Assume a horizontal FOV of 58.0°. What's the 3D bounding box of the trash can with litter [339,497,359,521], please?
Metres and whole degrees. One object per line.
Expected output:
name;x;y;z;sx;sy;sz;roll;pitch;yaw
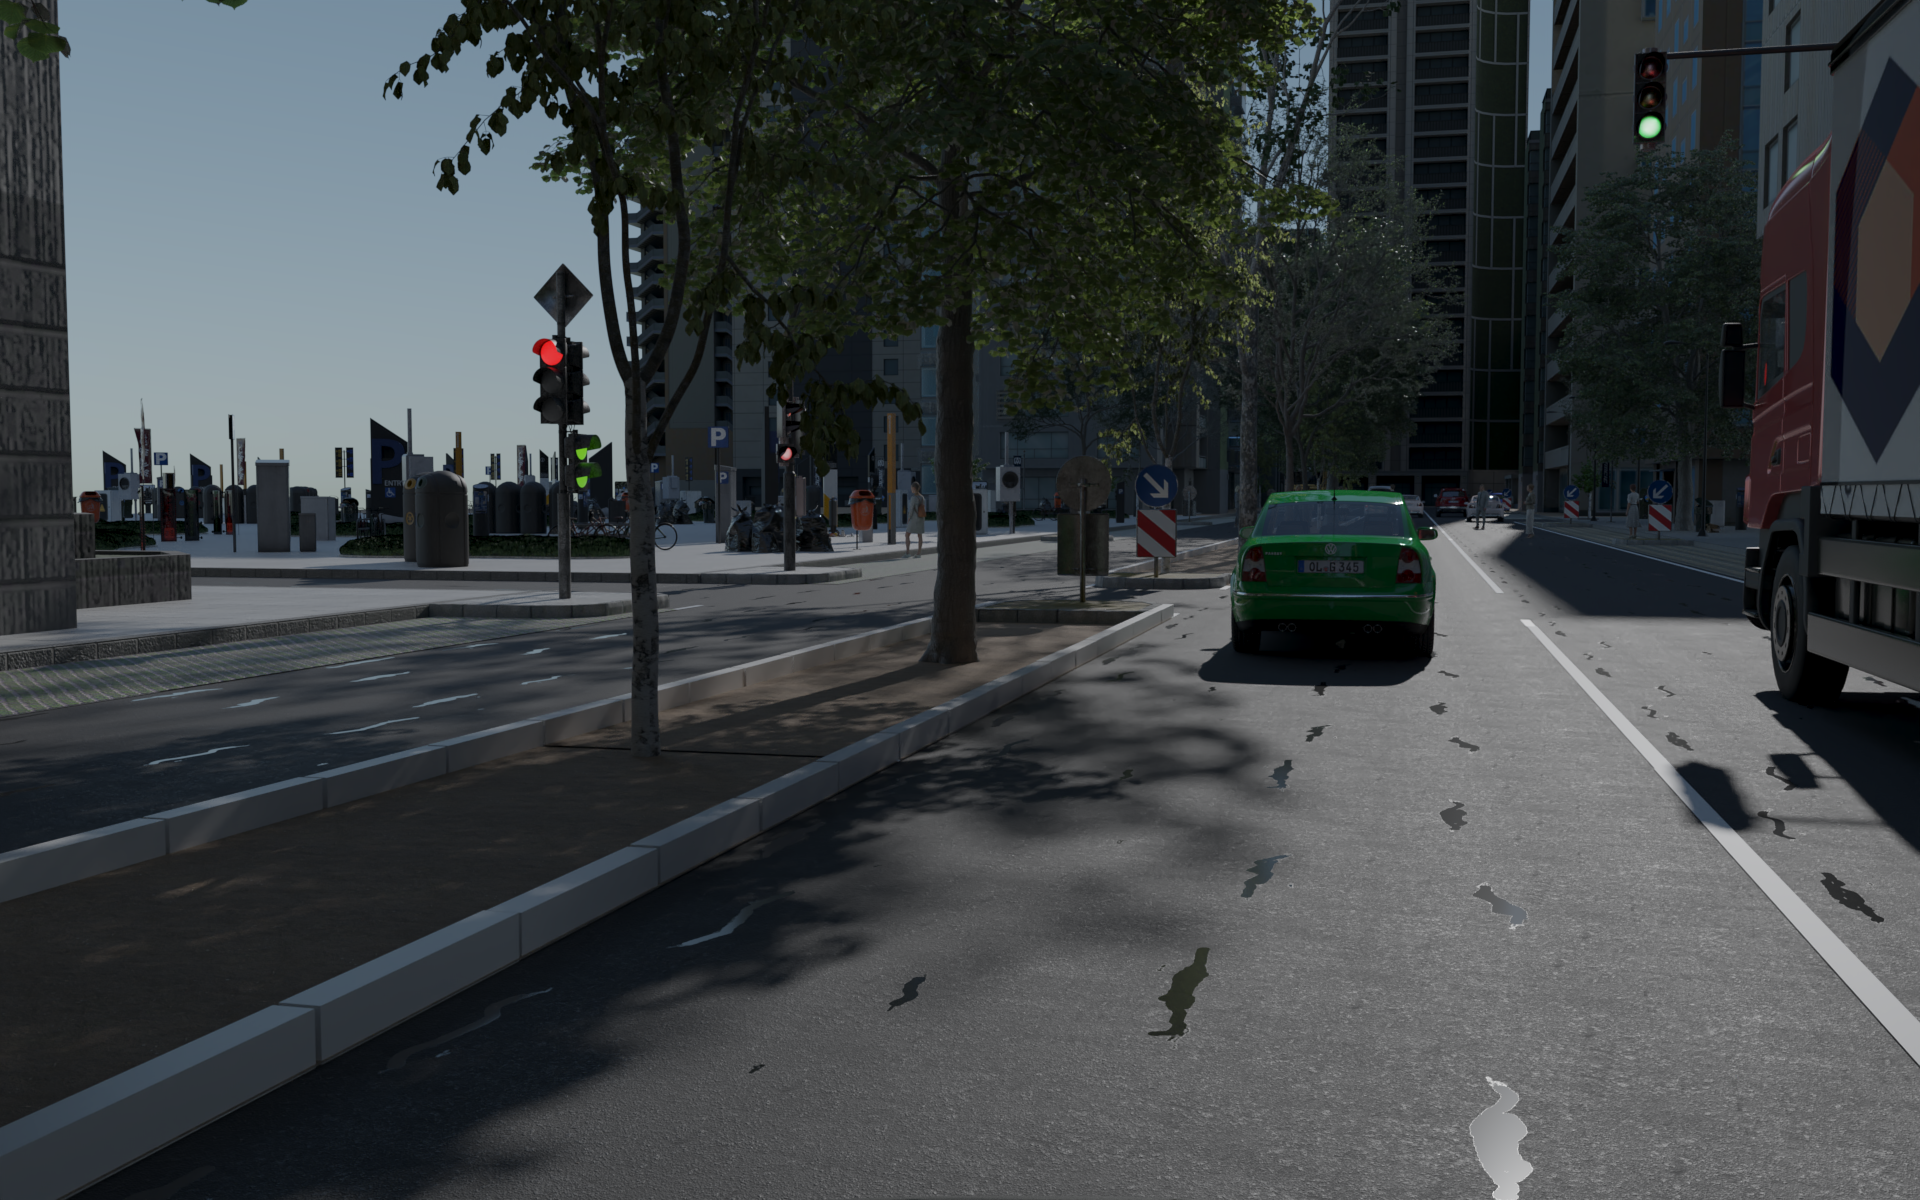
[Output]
trash can with litter;-20.985;-2.951;59.641;0.624;1.170;1.055;-1;4;-10

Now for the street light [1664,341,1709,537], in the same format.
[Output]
street light;21.997;-4.889;52.471;1.470;5.913;1.316;1;4;14

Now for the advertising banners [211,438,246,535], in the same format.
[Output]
advertising banners;-23.021;-3.568;54.526;2.074;3.025;0.090;3;4;38

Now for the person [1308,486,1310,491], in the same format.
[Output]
person;14.721;-3.959;73.498;0.678;1.792;0.850;2;4;27

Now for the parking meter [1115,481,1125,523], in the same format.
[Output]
parking meter;7.090;-4.350;76.838;0.399;1.863;0.255;0;4;-5

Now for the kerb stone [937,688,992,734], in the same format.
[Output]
kerb stone;0.006;0.697;10.792;0.120;0.150;1.000;1;4;14

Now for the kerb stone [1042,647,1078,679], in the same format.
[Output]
kerb stone;0.766;0.516;13.766;0.120;0.150;1.000;1;4;14

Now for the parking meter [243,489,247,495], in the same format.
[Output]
parking meter;-33.928;-4.498;81.958;0.372;1.533;0.369;0;3;0

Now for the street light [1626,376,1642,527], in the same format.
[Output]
street light;25.684;-5.774;66.952;1.470;5.913;1.316;1;4;14

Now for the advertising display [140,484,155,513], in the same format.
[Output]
advertising display;-54.139;-6.742;115.438;0.974;1.923;0.123;-3;5;-45

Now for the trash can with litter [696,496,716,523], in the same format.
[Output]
trash can with litter;-10.888;-3.949;75.955;0.624;1.170;1.055;2;4;34

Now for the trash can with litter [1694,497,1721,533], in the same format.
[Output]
trash can with litter;25.018;-2.841;57.842;0.624;1.170;1.055;-1;4;-15

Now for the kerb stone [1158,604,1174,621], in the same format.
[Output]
kerb stone;2.308;0.153;19.715;0.120;0.150;1.000;1;4;14

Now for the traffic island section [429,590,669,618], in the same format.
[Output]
traffic island section;-4.869;0.061;21.285;2.009;0.180;2.903;1;4;14

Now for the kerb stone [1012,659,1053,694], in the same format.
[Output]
kerb stone;0.511;0.580;12.776;0.120;0.150;1.000;1;4;14

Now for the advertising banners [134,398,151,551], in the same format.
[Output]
advertising banners;-15.362;-2.222;32.515;0.090;3.025;2.074;-2;4;-27

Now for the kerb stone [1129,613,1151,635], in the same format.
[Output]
kerb stone;1.794;0.273;17.731;0.120;0.150;1.000;1;4;14

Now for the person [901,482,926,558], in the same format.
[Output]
person;-0.979;-1.776;38.549;0.522;1.701;0.512;3;4;36

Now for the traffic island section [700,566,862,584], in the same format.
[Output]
traffic island section;-2.869;-0.412;29.016;2.009;0.180;2.903;1;4;14

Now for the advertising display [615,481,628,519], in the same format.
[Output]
advertising display;-16.845;-4.980;86.635;0.974;1.923;0.123;2;4;27

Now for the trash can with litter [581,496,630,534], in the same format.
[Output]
trash can with litter;-10.792;-2.531;52.441;2.233;1.210;1.678;-1;4;-23

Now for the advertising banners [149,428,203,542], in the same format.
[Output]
advertising banners;-21.357;-3.091;46.729;0.090;3.025;2.074;2;4;26

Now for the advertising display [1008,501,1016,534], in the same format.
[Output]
advertising display;1.704;-3.135;56.477;0.123;1.923;0.974;0;4;-6

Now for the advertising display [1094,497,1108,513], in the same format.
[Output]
advertising display;6.135;-4.389;76.972;0.974;1.923;0.123;2;4;34

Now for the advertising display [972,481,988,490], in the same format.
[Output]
advertising display;0.903;-4.966;86.404;0.974;1.923;0.123;-1;4;-21

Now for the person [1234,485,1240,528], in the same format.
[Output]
person;11.907;-3.970;73.595;0.526;1.800;0.537;2;4;35

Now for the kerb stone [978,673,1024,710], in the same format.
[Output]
kerb stone;0.254;0.638;11.784;0.120;0.150;1.000;1;4;14

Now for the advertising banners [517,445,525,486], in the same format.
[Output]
advertising banners;-16.129;-4.021;61.933;2.074;3.025;0.090;3;5;41

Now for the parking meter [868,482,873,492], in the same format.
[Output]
parking meter;-4.299;-4.810;84.349;0.255;1.863;0.399;-2;4;-24

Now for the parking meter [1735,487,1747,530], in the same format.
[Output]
parking meter;27.883;-3.265;61.796;0.372;1.533;0.369;0;3;0

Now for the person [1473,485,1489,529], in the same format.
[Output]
person;21.591;-3.859;71.692;0.391;1.810;0.635;-3;5;-41

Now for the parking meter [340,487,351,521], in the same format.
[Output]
parking meter;-22.266;-3.328;62.830;0.372;1.533;0.369;0;3;0

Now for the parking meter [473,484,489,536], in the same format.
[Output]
parking meter;-11.544;-2.039;41.747;0.372;1.533;0.369;0;3;0

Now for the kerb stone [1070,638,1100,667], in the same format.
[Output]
kerb stone;1.026;0.459;14.755;0.120;0.150;1.000;1;4;14

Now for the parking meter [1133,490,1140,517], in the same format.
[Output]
parking meter;9.939;-5.447;97.471;0.372;1.533;0.369;0;3;0

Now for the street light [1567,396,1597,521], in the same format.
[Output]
street light;29.580;-6.708;82.214;1.470;5.913;1.316;1;4;14

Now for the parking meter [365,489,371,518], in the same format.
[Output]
parking meter;-29.004;-4.690;85.091;0.372;1.533;0.369;0;3;0

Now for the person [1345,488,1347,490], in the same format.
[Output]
person;20.382;-5.071;91.757;0.694;1.780;0.624;3;4;38

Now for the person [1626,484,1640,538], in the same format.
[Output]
person;21.328;-2.812;55.045;0.480;1.755;0.524;-2;4;-24

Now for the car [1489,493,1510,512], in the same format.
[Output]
car;39.761;-7.258;128.259;1.945;1.707;3.694;1;4;14

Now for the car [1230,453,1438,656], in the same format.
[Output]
car;3.660;-0.493;16.854;1.959;1.807;4.718;1;4;13

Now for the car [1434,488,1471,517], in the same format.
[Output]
car;30.981;-6.132;108.935;2.281;1.827;5.304;1;4;15

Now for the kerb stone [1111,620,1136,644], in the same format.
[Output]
kerb stone;1.536;0.334;16.739;0.120;0.150;1.000;1;4;14

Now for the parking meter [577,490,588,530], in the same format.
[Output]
parking meter;-13.624;-3.312;62.560;0.372;1.533;0.369;0;3;0

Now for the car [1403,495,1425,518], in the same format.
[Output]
car;27.222;-5.688;105.358;2.083;1.381;4.827;1;4;14

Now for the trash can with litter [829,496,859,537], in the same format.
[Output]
trash can with litter;-3.693;-2.531;52.446;1.678;1.210;2.233;0;4;2

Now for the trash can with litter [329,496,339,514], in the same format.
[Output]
trash can with litter;-29.958;-4.312;81.562;2.233;1.210;1.678;-3;4;-36

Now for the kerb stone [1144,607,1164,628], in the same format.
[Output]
kerb stone;2.047;0.212;18.721;0.120;0.150;1.000;1;4;14

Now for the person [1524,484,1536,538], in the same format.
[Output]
person;18.525;-2.895;56.385;0.362;1.759;0.519;1;4;11

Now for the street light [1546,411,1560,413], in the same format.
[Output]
street light;33.407;-7.591;96.659;1.470;5.913;1.316;1;4;14

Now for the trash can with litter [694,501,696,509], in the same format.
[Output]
trash can with litter;-12.748;-4.415;83.571;1.055;1.170;0.624;2;4;23

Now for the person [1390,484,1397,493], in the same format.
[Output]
person;18.471;-4.032;74.207;0.659;1.850;0.755;-1;4;-9

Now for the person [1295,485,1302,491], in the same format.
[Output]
person;13.260;-3.594;67.451;0.709;1.800;0.728;2;4;30

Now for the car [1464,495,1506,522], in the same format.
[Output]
car;27.378;-4.767;90.299;2.083;1.381;4.827;1;4;16

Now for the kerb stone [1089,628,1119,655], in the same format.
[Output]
kerb stone;1.283;0.395;15.744;0.120;0.150;1.000;1;4;14
